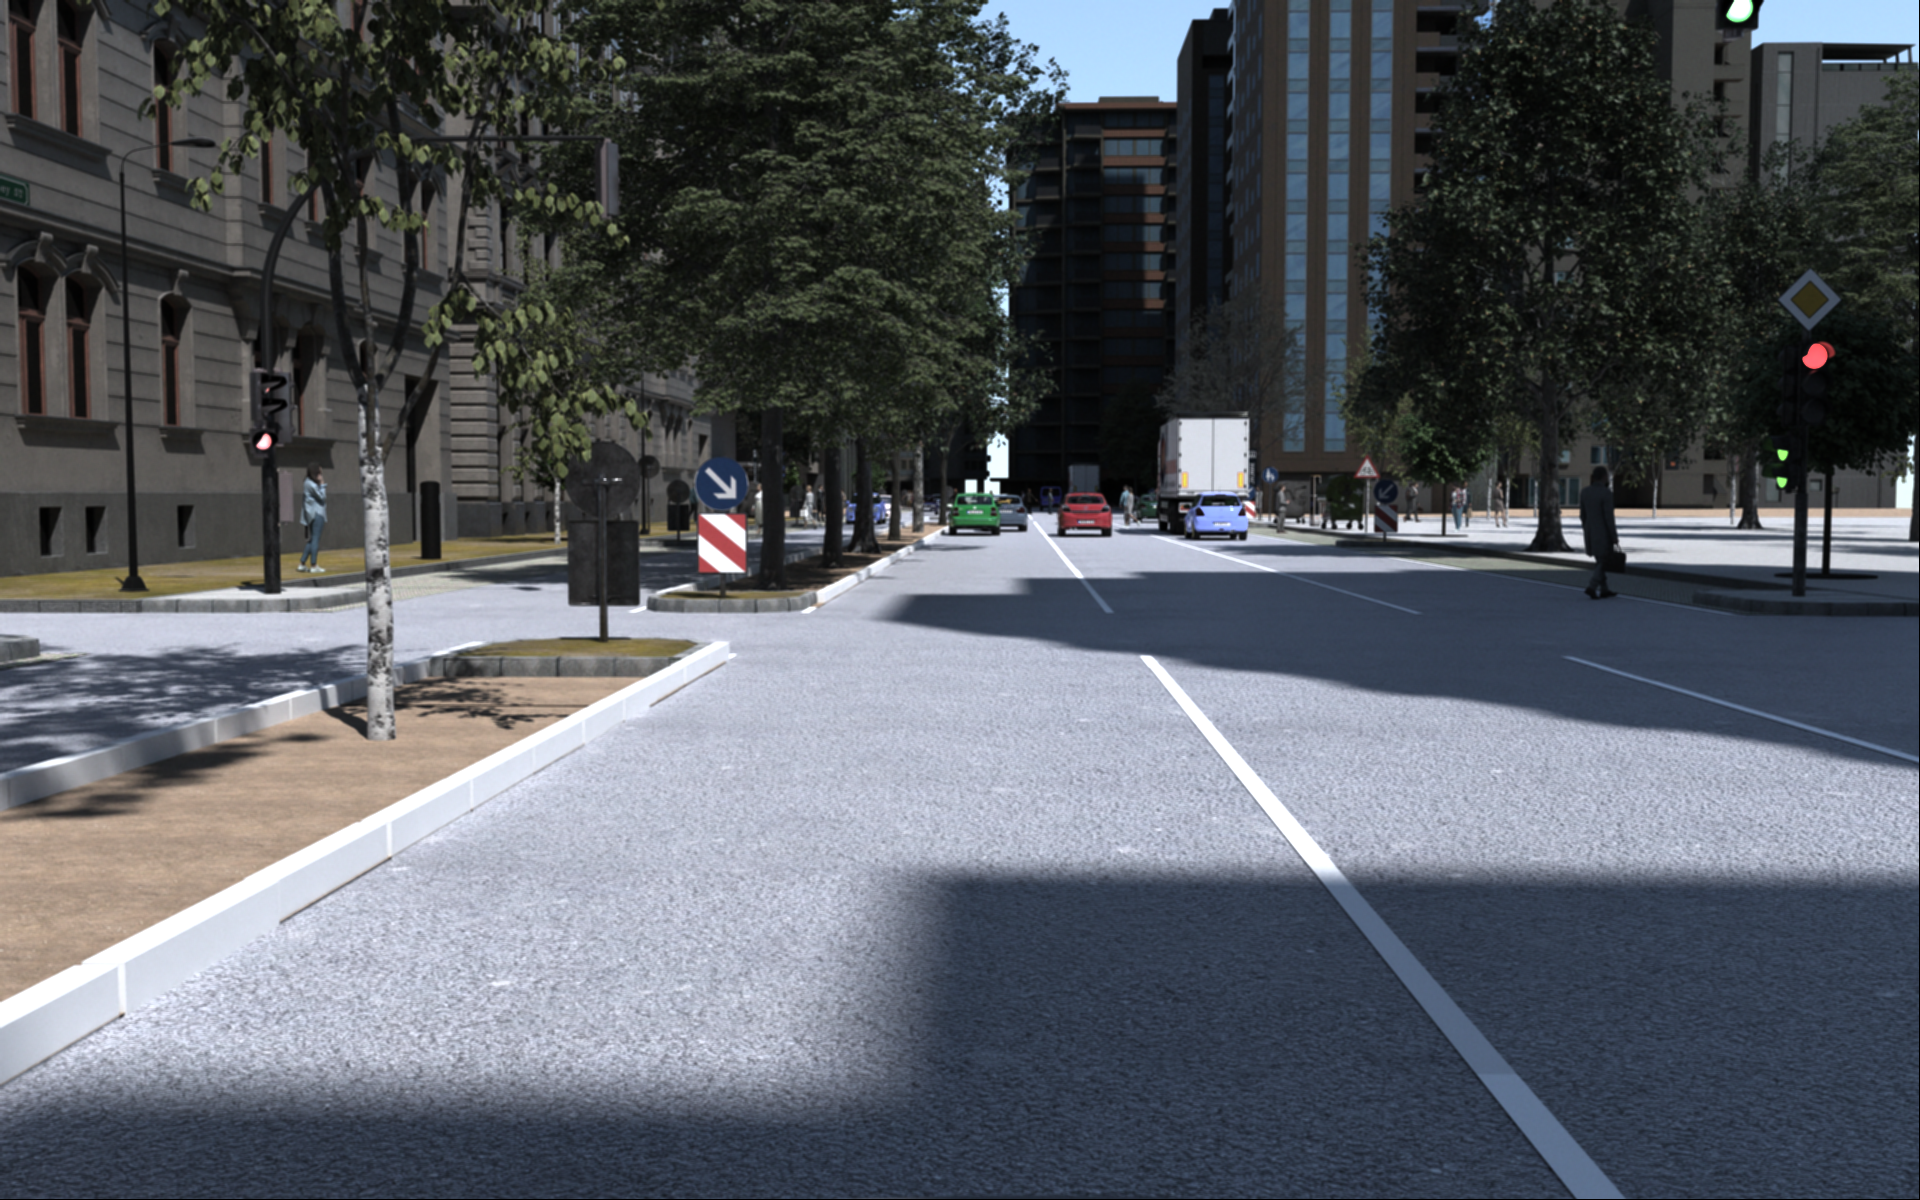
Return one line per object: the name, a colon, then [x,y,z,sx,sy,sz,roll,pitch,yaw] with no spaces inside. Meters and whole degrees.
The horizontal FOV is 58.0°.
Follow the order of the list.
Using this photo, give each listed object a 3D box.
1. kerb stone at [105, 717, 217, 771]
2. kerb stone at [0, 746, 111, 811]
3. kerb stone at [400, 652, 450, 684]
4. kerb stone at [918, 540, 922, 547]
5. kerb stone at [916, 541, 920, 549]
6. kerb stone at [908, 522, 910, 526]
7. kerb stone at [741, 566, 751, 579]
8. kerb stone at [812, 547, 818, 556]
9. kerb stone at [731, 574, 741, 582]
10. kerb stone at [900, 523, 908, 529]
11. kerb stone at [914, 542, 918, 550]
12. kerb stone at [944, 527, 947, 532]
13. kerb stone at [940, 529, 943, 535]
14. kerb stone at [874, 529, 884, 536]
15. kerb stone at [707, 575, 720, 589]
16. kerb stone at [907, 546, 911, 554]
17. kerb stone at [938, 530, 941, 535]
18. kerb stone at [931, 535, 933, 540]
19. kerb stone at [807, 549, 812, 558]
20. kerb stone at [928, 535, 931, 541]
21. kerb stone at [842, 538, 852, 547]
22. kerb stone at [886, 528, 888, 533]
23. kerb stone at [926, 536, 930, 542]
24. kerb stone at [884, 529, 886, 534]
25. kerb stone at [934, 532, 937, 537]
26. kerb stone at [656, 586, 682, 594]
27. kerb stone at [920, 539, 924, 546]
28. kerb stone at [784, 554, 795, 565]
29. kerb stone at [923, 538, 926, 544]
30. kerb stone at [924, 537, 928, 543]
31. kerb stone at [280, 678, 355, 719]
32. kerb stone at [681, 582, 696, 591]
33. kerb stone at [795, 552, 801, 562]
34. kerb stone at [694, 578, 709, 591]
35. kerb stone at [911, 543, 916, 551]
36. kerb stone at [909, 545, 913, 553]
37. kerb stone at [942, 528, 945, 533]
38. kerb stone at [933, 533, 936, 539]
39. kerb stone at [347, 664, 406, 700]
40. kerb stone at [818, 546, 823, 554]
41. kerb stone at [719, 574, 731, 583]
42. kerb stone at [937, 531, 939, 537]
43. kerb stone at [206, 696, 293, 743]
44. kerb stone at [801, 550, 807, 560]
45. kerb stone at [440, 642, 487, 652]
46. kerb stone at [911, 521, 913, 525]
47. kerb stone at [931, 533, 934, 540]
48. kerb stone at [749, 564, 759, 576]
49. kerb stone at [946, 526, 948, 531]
kerb stone: [-4.322,0.784,9.371,0.120,0.150,1.000,0,4,2]
kerb stone: [-4.348,0.852,8.347,0.120,0.150,1.000,0,4,2]
kerb stone: [-4.193,0.541,13.464,0.120,0.150,1.000,0,4,2]
kerb stone: [-1.145,-1.438,45.730,0.120,0.150,1.000,0,4,2]
kerb stone: [-1.181,-1.376,44.698,0.120,0.150,1.000,0,4,2]
kerb stone: [-2.375,-3.257,75.458,0.120,0.150,1.000,0,4,2]
kerb stone: [-3.729,-0.436,29.379,0.120,0.150,1.000,0,4,2]
kerb stone: [-3.429,-1.066,39.630,0.120,0.150,1.000,0,4,2]
kerb stone: [-3.757,-0.377,28.355,0.120,0.150,1.000,0,4,2]
kerb stone: [-2.414,-3.195,74.436,0.120,0.150,1.000,0,4,2]
kerb stone: [-1.218,-1.308,43.676,0.120,0.150,1.000,0,4,2]
kerb stone: [-0.637,-2.504,63.138,0.120,0.150,1.000,0,4,2]
kerb stone: [-0.753,-2.252,59.038,0.120,0.150,1.000,0,4,2]
kerb stone: [-2.828,-2.318,60.090,0.120,0.150,1.000,0,4,2]
kerb stone: [-3.817,-0.251,26.302,0.120,0.150,1.000,0,4,2]
kerb stone: [-1.303,-1.126,40.610,0.120,0.150,1.000,0,4,2]
kerb stone: [-0.791,-2.191,58.017,0.120,0.150,1.000,0,4,2]
kerb stone: [-0.967,-1.813,51.880,0.120,0.150,1.000,0,4,2]
kerb stone: [-3.462,-1.003,38.595,0.120,0.150,1.000,0,4,2]
kerb stone: [-1.004,-1.753,50.855,0.120,0.150,1.000,0,4,2]
kerb stone: [-3.168,-1.630,48.843,0.120,0.150,1.000,0,4,2]
kerb stone: [-2.772,-2.438,62.136,0.120,0.150,1.000,0,4,2]
kerb stone: [-1.032,-1.683,49.828,0.120,0.150,1.000,0,4,2]
kerb stone: [-2.801,-2.380,61.112,0.120,0.150,1.000,0,4,2]
kerb stone: [-0.878,-2.001,54.946,0.120,0.150,1.000,0,4,2]
kerb stone: [-3.912,-0.063,23.221,0.120,0.150,1.000,0,4,2]
kerb stone: [-1.118,-1.502,46.754,0.120,0.150,1.000,0,4,2]
kerb stone: [-3.549,-0.815,35.525,0.120,0.150,1.000,0,4,2]
kerb stone: [-1.099,-1.565,47.776,0.120,0.150,1.000,0,4,2]
kerb stone: [-1.067,-1.627,48.798,0.120,0.150,1.000,0,4,2]
kerb stone: [-4.257,0.659,11.414,0.120,0.150,1.000,0,4,2]
kerb stone: [-3.888,-0.116,24.255,0.120,0.150,1.000,0,4,2]
kerb stone: [-3.524,-0.878,36.547,0.120,0.150,1.000,0,4,2]
kerb stone: [-3.855,-0.178,25.278,0.120,0.150,1.000,0,4,2]
kerb stone: [-1.238,-1.251,42.654,0.120,0.150,1.000,0,4,2]
kerb stone: [-1.281,-1.189,41.632,0.120,0.150,1.000,0,4,2]
kerb stone: [-0.705,-2.379,61.091,0.120,0.150,1.000,0,4,2]
kerb stone: [-0.910,-1.941,53.924,0.120,0.150,1.000,0,4,2]
kerb stone: [-4.231,0.601,12.436,0.120,0.150,1.000,0,4,2]
kerb stone: [-3.401,-1.125,40.653,0.120,0.150,1.000,0,4,2]
kerb stone: [-3.794,-0.314,27.334,0.120,0.150,1.000,0,4,2]
kerb stone: [-0.853,-2.064,55.970,0.120,0.150,1.000,0,4,2]
kerb stone: [-4.288,0.725,10.392,0.120,0.150,1.000,0,4,2]
kerb stone: [-3.486,-0.940,37.570,0.120,0.150,1.000,0,4,2]
kerb stone: [-4.168,0.472,14.486,0.120,0.150,1.000,0,4,2]
kerb stone: [-2.319,-3.383,77.502,0.120,0.150,1.000,0,4,2]
kerb stone: [-0.947,-1.878,52.902,0.120,0.150,1.000,0,4,2]
kerb stone: [-3.698,-0.502,30.402,0.120,0.150,1.000,0,4,2]
kerb stone: [-0.614,-2.567,64.160,0.120,0.150,1.000,0,4,2]
